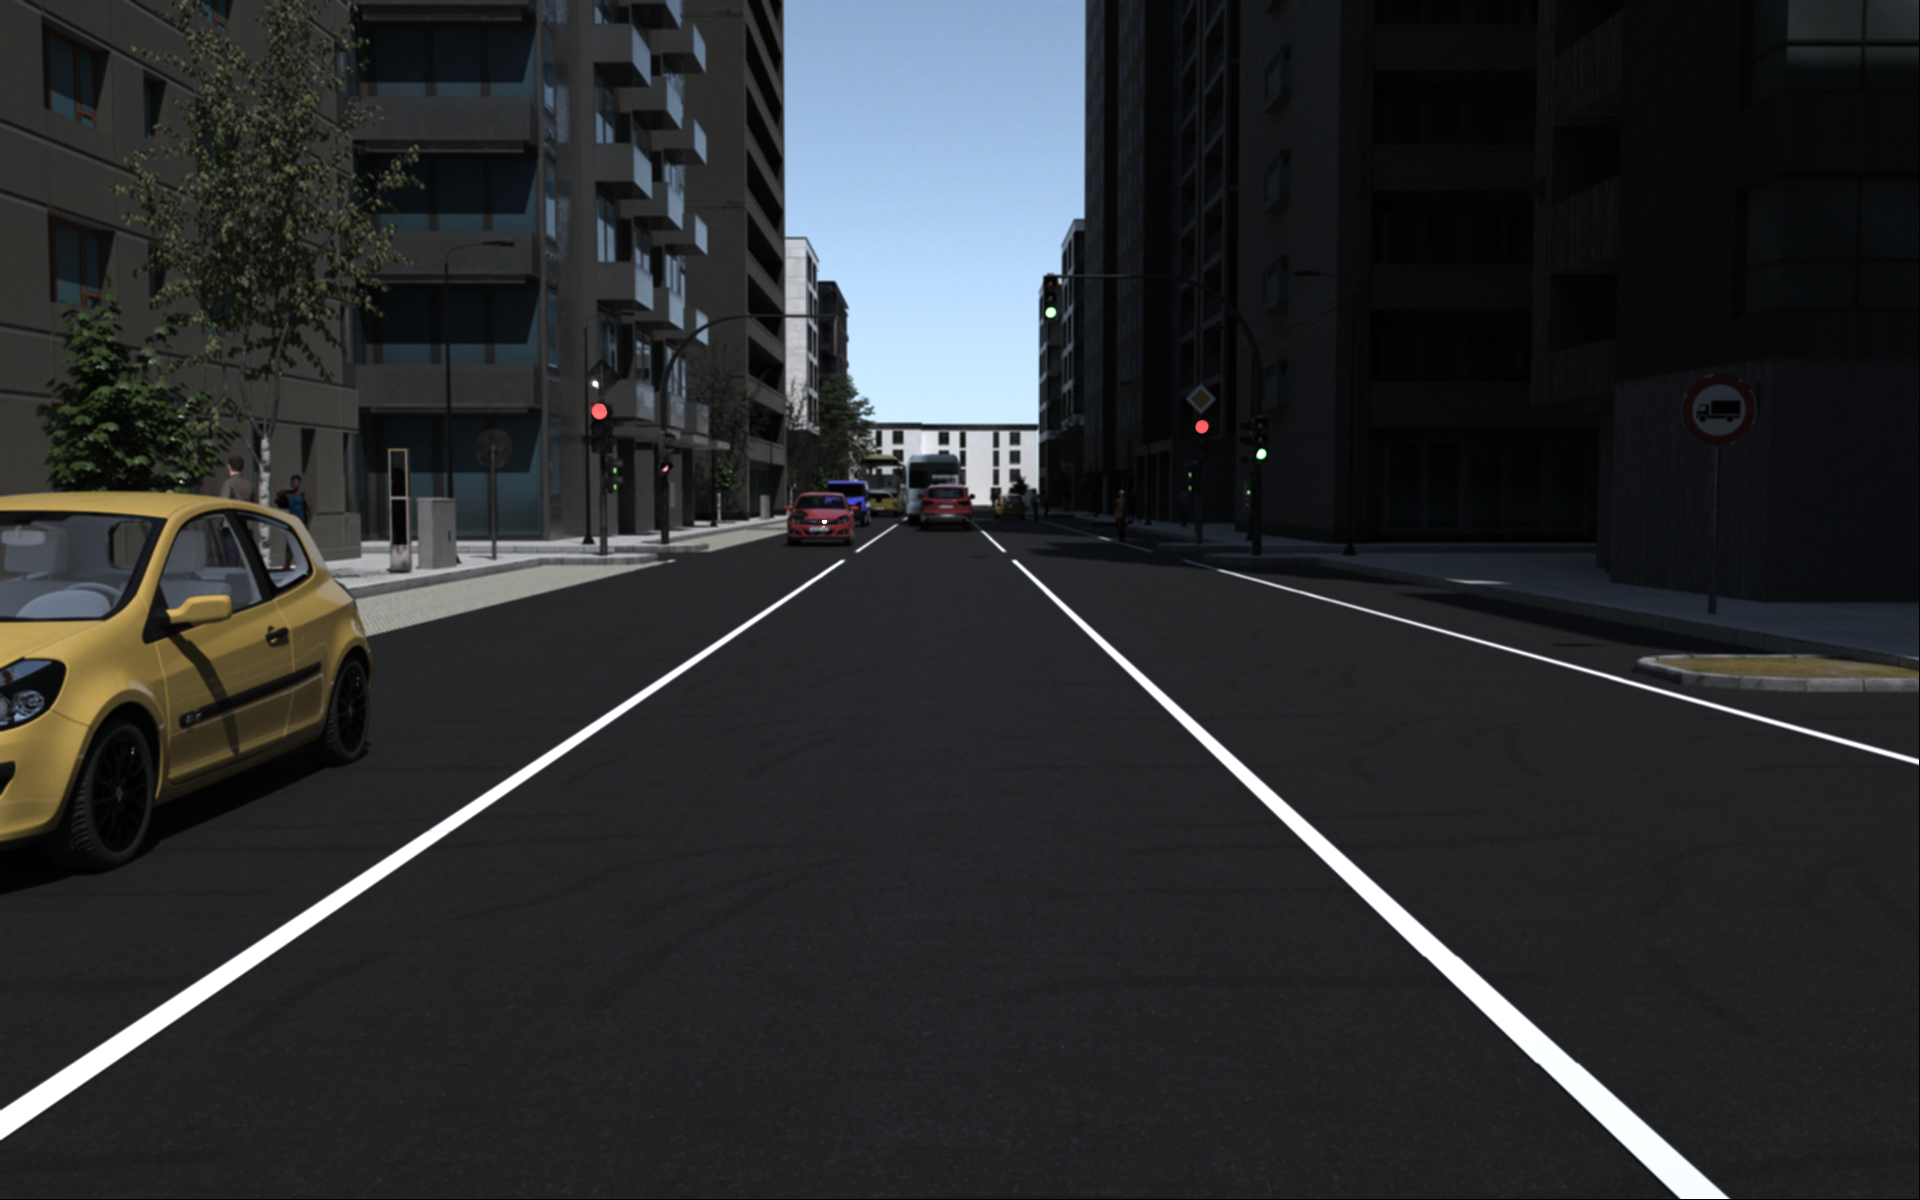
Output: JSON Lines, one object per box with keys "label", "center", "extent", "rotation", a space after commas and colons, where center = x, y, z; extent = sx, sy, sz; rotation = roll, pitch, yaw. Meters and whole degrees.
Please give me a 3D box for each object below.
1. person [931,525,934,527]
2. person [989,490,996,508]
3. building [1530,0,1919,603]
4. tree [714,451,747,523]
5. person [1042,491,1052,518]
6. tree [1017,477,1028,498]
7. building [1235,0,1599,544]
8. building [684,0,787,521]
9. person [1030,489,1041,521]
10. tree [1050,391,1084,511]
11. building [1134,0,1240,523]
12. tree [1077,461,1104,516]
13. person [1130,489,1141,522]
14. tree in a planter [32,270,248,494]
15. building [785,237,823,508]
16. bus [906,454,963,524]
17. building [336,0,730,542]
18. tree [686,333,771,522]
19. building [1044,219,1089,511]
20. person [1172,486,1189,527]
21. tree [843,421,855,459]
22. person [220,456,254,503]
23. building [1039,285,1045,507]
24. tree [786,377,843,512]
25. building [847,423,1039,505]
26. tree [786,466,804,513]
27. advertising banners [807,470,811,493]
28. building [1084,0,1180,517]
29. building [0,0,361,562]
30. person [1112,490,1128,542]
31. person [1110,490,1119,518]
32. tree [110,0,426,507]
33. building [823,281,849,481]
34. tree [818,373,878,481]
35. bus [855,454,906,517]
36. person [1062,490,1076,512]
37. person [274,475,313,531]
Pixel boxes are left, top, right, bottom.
{"label": "person", "center": [-1.333, -4.007, 74.708], "extent": [0.600, 1.739, 0.565], "rotation": [2, 4, 25]}
{"label": "person", "center": [3.414, -10.360, 177.986], "extent": [0.705, 1.812, 1.348], "rotation": [2, 4, 31]}
{"label": "building", "center": [16.455, -15.580, 26.430], "extent": [14.160, 30.474, 14.107], "rotation": [0, 4, -1]}
{"label": "tree", "center": [-10.455, -4.993, 76.236], "extent": [1.663, 3.219, 1.824], "rotation": [0, 3, 0]}
{"label": "person", "center": [5.324, -5.850, 105.610], "extent": [0.517, 1.644, 0.566], "rotation": [-3, 4, -36]}
{"label": "tree", "center": [7.041, -12.325, 196.107], "extent": [1.663, 3.219, 1.824], "rotation": [0, 3, 0]}
{"label": "building", "center": [19.995, -26.305, 53.783], "extent": [21.600, 48.544, 21.300], "rotation": [0, 4, -1]}
{"label": "building", "center": [-20.987, -28.659, 92.275], "extent": [21.300, 48.544, 21.600], "rotation": [0, 4, -1]}
{"label": "person", "center": [3.935, -5.023, 91.566], "extent": [0.756, 1.711, 0.436], "rotation": [-3, 4, -36]}
{"label": "tree", "center": [8.230, -10.666, 124.750], "extent": [4.737, 8.622, 4.395], "rotation": [0, 3, 0]}
{"label": "building", "center": [19.448, -39.162, 78.546], "extent": [20.563, 71.187, 20.611], "rotation": [0, 4, -1]}
{"label": "tree", "center": [7.813, -6.613, 102.721], "extent": [1.663, 3.219, 1.824], "rotation": [0, 3, 0]}
{"label": "person", "center": [7.940, -4.290, 78.723], "extent": [0.613, 1.512, 0.480], "rotation": [-3, 5, -43]}
{"label": "tree in a planter", "center": [-6.898, -1.028, 14.032], "extent": [1.991, 3.239, 1.994], "rotation": [0, 4, -1]}
{"label": "building", "center": [-26.121, -17.846, 135.749], "extent": [27.936, 21.610, 32.646], "rotation": [0, 4, -1]}
{"label": "bus", "center": [-1.270, -5.623, 86.803], "extent": [2.948, 3.499, 13.247], "rotation": [0, 4, 0]}
{"label": "building", "center": [-20.847, -26.831, 58.295], "extent": [23.786, 49.044, 30.456], "rotation": [0, 4, -1]}
{"label": "tree", "center": [-10.941, -7.930, 80.019], "extent": [4.360, 8.622, 3.978], "rotation": [0, 3, 0]}
{"label": "building", "center": [22.262, -18.432, 145.339], "extent": [27.936, 21.610, 32.646], "rotation": [0, 4, -1]}
{"label": "person", "center": [8.673, -3.627, 67.309], "extent": [0.435, 1.587, 0.963], "rotation": [3, 5, 41]}
{"label": "tree", "center": [-11.619, -12.541, 155.414], "extent": [4.360, 8.622, 3.978], "rotation": [0, 3, 0]}
{"label": "person", "center": [-9.114, -0.920, 21.621], "extent": [0.750, 1.759, 0.617], "rotation": [3, 4, 38]}
{"label": "building", "center": [21.897, -20.430, 178.004], "extent": [27.936, 21.610, 32.646], "rotation": [0, 4, -1]}
{"label": "tree", "center": [-10.497, -9.708, 109.089], "extent": [4.360, 8.622, 3.978], "rotation": [0, 3, 0]}
{"label": "building", "center": [-4.630, -16.291, 208.511], "extent": [28.070, 9.664, 9.099], "rotation": [0, 4, -1]}
{"label": "tree", "center": [-11.566, -7.523, 117.602], "extent": [1.663, 3.219, 1.824], "rotation": [0, 3, 0]}
{"label": "advertising banners", "center": [-9.953, -7.199, 113.885], "extent": [0.090, 3.025, 2.074], "rotation": [-1, 4, -12]}
{"label": "building", "center": [15.511, -28.216, 111.448], "extent": [14.600, 45.320, 14.200], "rotation": [0, 4, -1]}
{"label": "building", "center": [-26.351, -10.716, 20.242], "extent": [28.899, 21.520, 27.650], "rotation": [0, 4, -1]}
{"label": "person", "center": [4.758, -2.503, 51.700], "extent": [0.482, 1.546, 0.388], "rotation": [-2, 4, -32]}
{"label": "person", "center": [8.438, -5.208, 93.891], "extent": [0.574, 1.496, 0.600], "rotation": [0, 4, 7]}
{"label": "tree", "center": [-9.359, -4.459, 23.262], "extent": [4.737, 8.622, 4.395], "rotation": [0, 3, 0]}
{"label": "building", "center": [-28.400, -20.559, 180.108], "extent": [32.646, 21.610, 27.936], "rotation": [0, 4, -1]}
{"label": "tree", "center": [-11.501, -14.922, 162.099], "extent": [7.486, 12.596, 7.792], "rotation": [0, 3, 0]}
{"label": "bus", "center": [-4.928, -7.329, 111.372], "extent": [2.896, 3.916, 12.252], "rotation": [0, 4, 0]}
{"label": "person", "center": [7.785, -7.126, 123.376], "extent": [1.217, 1.723, 0.721], "rotation": [-2, 4, -27]}
{"label": "person", "center": [-10.926, -1.249, 28.335], "extent": [0.647, 1.594, 0.662], "rotation": [0, 4, -5]}
